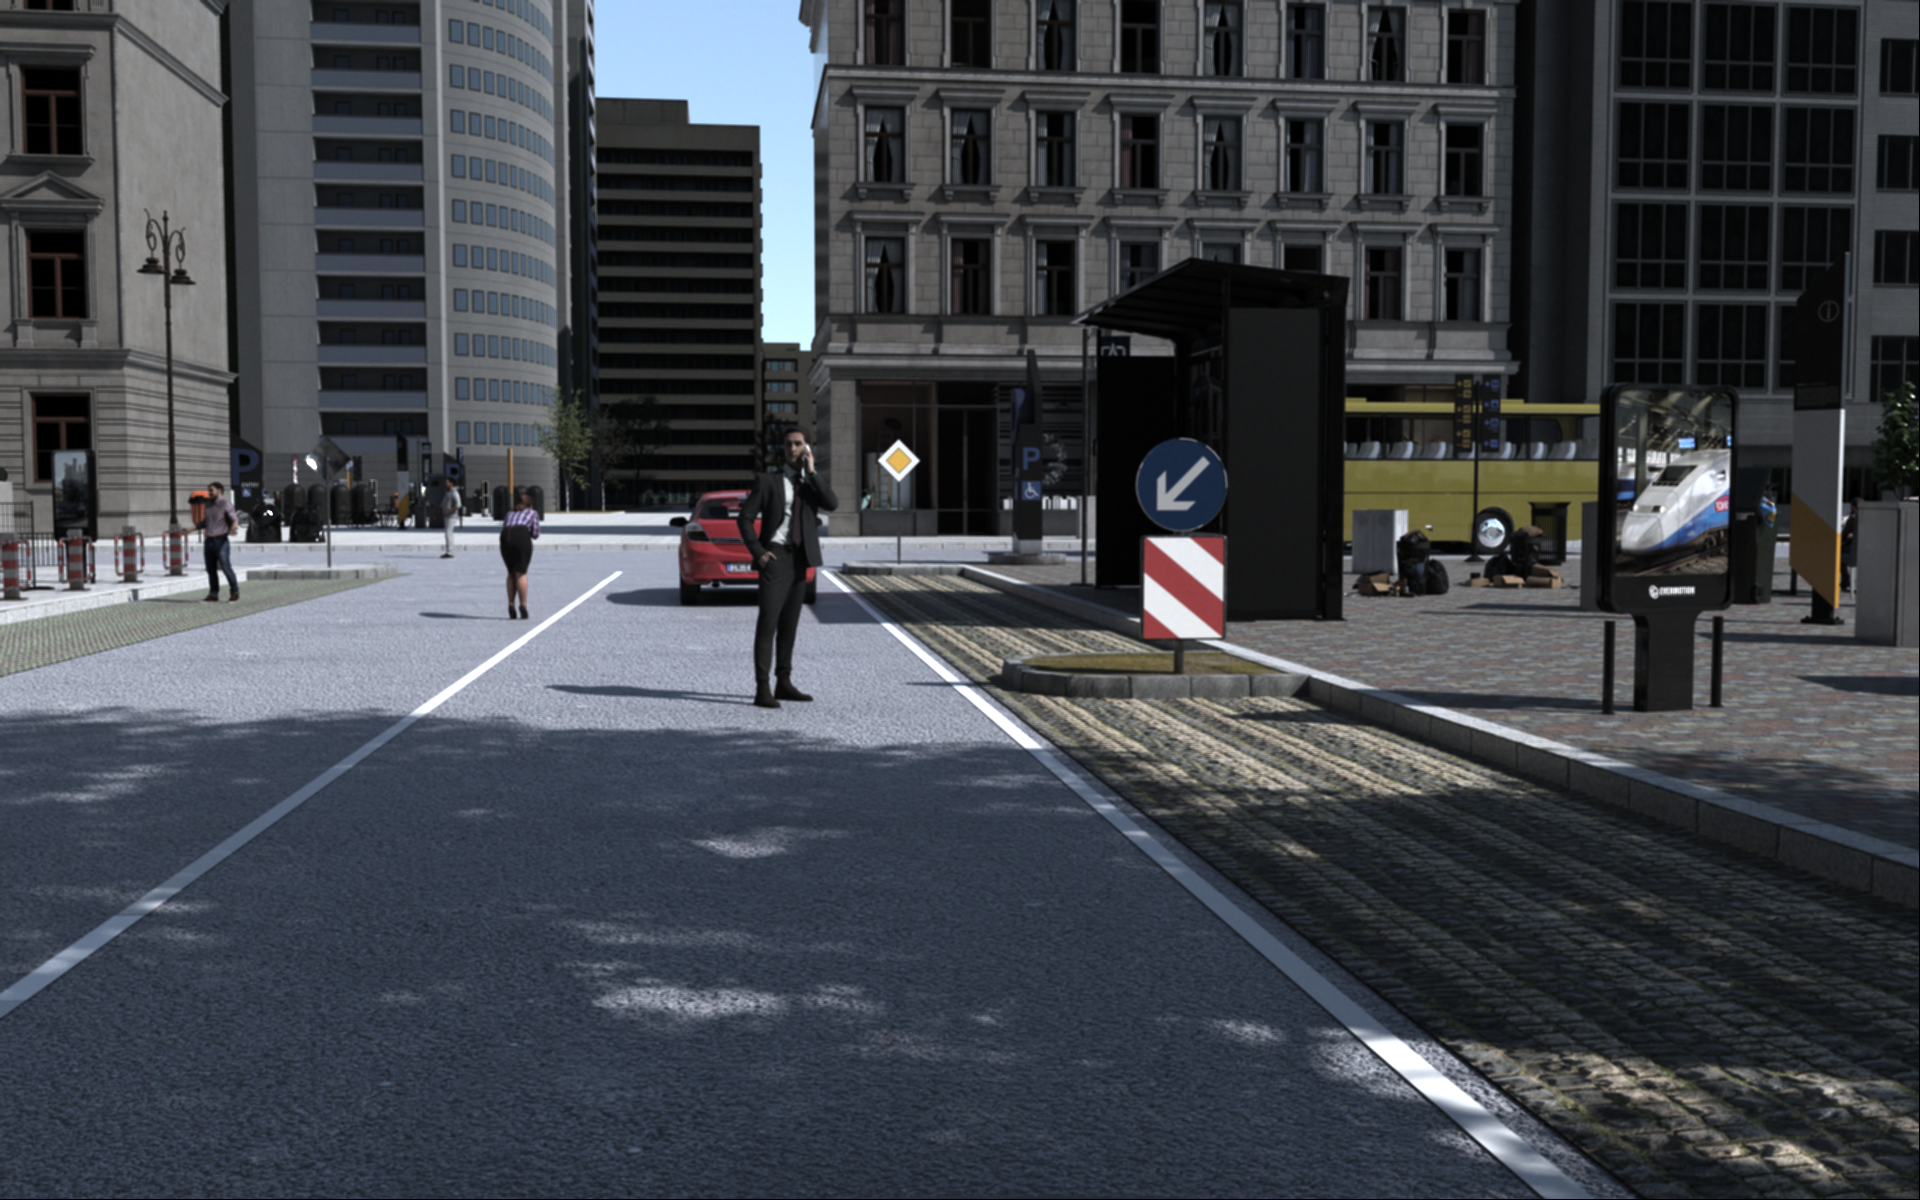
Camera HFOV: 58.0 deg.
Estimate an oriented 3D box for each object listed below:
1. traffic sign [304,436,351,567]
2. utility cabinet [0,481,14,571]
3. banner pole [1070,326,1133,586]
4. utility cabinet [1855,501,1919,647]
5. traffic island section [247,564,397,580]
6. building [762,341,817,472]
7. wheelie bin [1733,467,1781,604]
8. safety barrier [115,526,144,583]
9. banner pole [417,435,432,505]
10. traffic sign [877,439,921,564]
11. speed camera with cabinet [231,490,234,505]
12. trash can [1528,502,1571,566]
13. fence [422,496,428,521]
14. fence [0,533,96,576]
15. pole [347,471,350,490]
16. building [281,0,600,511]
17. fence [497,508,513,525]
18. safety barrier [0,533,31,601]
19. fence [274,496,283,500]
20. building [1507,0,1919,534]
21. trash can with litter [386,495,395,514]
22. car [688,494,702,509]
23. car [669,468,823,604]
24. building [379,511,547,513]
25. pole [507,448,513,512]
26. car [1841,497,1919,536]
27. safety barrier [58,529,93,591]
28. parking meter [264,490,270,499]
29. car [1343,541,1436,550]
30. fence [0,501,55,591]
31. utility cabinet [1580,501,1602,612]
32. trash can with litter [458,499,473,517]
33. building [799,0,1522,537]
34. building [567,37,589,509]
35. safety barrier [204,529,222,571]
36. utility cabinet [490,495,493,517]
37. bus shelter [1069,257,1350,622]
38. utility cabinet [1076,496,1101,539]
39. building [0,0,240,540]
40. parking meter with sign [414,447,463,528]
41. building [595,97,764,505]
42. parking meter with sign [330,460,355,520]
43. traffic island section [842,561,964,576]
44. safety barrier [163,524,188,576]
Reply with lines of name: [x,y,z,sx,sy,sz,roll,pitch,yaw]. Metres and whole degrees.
traffic sign: [-11.026,-1.626,30.228,0.795,2.450,0.064,0,4,-7]
utility cabinet: [-15.794,-1.187,28.091,0.318,1.500,1.173,0,4,-1]
banner pole: [1.976,-2.091,24.211,0.863,3.779,0.401,1,4,9]
utility cabinet: [8.066,-0.232,14.959,0.306,1.237,1.020,1,4,10]
traffic island section: [-11.048,-0.490,30.286,2.009,0.180,2.903,0,4,-7]
building: [-10.971,-23.153,223.597,28.899,21.520,27.650,0,4,-7]
wheelie bin: [9.206,-0.767,20.453,0.693,1.594,0.980,-3,5,-40]
safety barrier: [-11.978,-0.655,24.987,0.300,0.817,1.120,0,4,-7]
banner pole: [-22.903,-5.134,73.961,0.863,3.779,0.401,1,4,16]
traffic sign: [-1.114,-1.704,31.510,0.795,2.450,0.064,0,4,-7]
speed camera with cabinet: [-30.310,-4.691,71.034,0.660,3.252,2.038,-2,4,-35]
trash can: [10.585,-1.192,31.137,0.748,1.137,0.748,0,3,0]
fence: [-25.748,-4.412,83.338,0.480,1.192,2.264,-1,4,-11]
fence: [-14.520,-0.696,26.752,2.069,0.683,0.278,-2,4,-29]
pole: [-40.227,-7.346,113.953,0.158,3.312,0.155,0,3,0]
building: [-50.322,-38.425,170.255,28.212,58.520,21.231,0,4,-7]
fence: [-18.986,-3.560,73.582,0.278,0.683,2.069,1,4,17]
safety barrier: [-11.432,-0.403,20.862,0.300,0.817,1.120,0,4,-7]
fence: [-34.096,-4.671,87.580,2.264,1.192,0.480,3,4,37]
building: [31.774,-14.787,60.831,30.058,24.678,14.314,0,4,-7]
trash can with litter: [-36.765,-6.151,111.634,2.233,1.210,1.678,1,4,16]
car: [-25.847,-9.852,170.874,2.009,1.686,4.222,0,4,-7]
car: [-2.960,-0.918,24.045,2.155,1.783,4.494,0,4,-8]
building: [-40.884,-35.830,127.822,21.231,58.520,28.212,0,4,-7]
pole: [-20.091,-5.111,77.402,0.158,3.312,0.155,0,3,0]
car: [25.472,-2.068,46.168,4.827,1.381,2.083,0,4,-8]
safety barrier: [-11.703,-0.529,22.926,0.300,0.817,1.120,0,4,-7]
parking meter: [-38.034,-5.293,94.944,0.372,1.533,0.369,0,3,0]
car: [11.167,-2.036,45.093,4.920,1.459,2.131,0,4,-6]
fence: [-13.345,-0.755,23.551,2.264,1.192,0.480,1,4,23]
utility cabinet: [7.153,-0.493,19.220,0.306,1.237,1.020,2,4,33]
trash can with litter: [-28.169,-5.300,98.043,1.055,1.170,0.624,-3,5,-40]
building: [-3.134,-12.497,55.233,40.483,20.767,10.553,0,4,-7]
building: [-40.046,-28.511,149.752,14.154,41.232,14.086,0,4,-7]
safety barrier: [-12.526,-0.908,29.122,0.300,0.817,1.120,0,4,-7]
utility cabinet: [-25.845,-5.232,96.713,1.020,1.237,0.306,3,5,44]
bus shelter: [2.727,-1.782,20.418,1.731,3.624,6.357,0,4,-8]
utility cabinet: [3.844,-2.342,49.455,1.020,1.237,0.306,-1,4,-15]
building: [-33.777,-13.192,51.839,21.152,22.565,11.583,0,4,-7]
parking meter with sign: [-19.512,-4.190,64.771,1.738,3.016,0.543,0,4,-1]
building: [-35.580,-36.243,216.267,21.600,48.544,21.300,0,4,-7]
parking meter with sign: [-31.465,-5.604,87.894,0.543,3.016,1.738,1,4,18]
traffic island section: [-1.092,-0.569,31.591,2.009,0.180,2.903,0,4,-7]
safety barrier: [-12.249,-0.781,27.048,0.300,0.817,1.120,0,4,-7]
